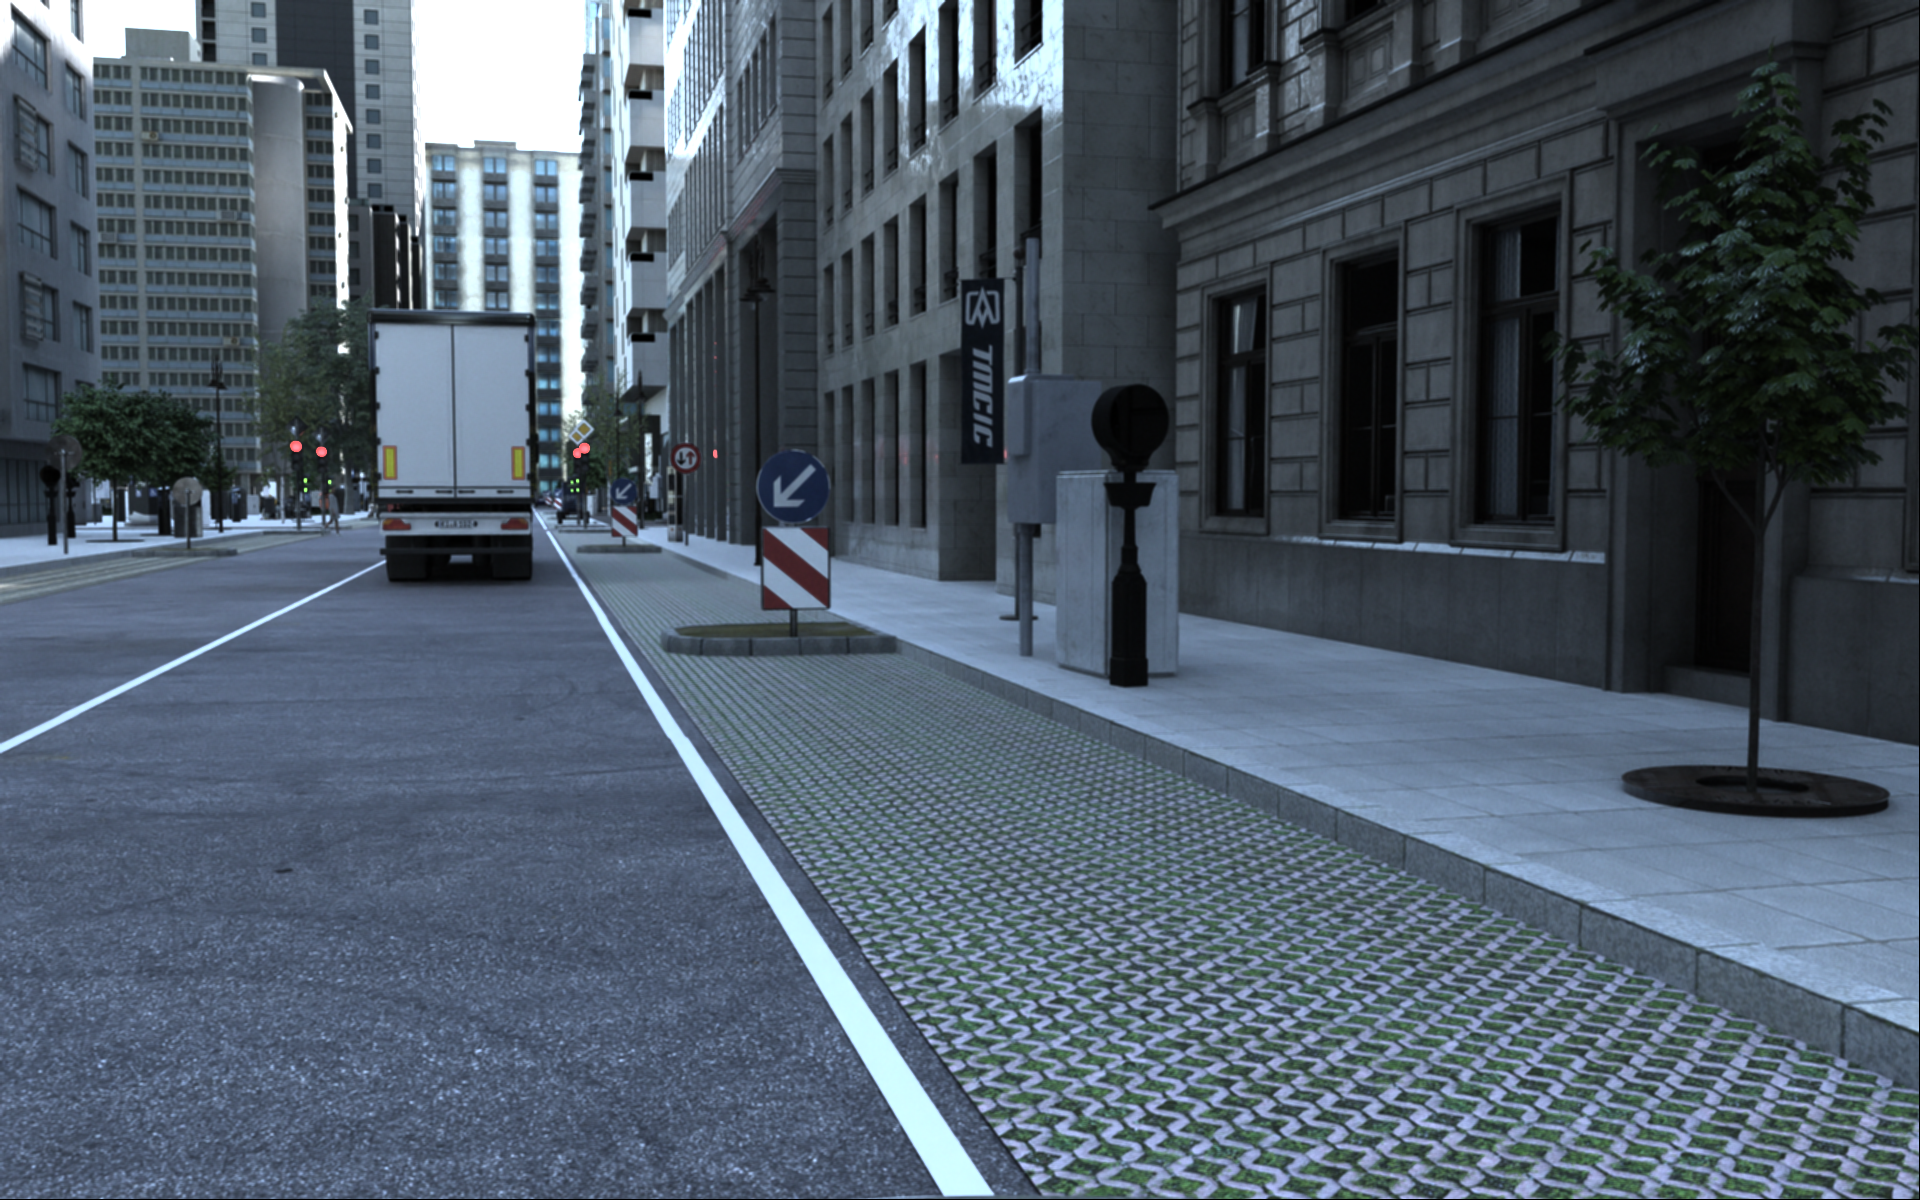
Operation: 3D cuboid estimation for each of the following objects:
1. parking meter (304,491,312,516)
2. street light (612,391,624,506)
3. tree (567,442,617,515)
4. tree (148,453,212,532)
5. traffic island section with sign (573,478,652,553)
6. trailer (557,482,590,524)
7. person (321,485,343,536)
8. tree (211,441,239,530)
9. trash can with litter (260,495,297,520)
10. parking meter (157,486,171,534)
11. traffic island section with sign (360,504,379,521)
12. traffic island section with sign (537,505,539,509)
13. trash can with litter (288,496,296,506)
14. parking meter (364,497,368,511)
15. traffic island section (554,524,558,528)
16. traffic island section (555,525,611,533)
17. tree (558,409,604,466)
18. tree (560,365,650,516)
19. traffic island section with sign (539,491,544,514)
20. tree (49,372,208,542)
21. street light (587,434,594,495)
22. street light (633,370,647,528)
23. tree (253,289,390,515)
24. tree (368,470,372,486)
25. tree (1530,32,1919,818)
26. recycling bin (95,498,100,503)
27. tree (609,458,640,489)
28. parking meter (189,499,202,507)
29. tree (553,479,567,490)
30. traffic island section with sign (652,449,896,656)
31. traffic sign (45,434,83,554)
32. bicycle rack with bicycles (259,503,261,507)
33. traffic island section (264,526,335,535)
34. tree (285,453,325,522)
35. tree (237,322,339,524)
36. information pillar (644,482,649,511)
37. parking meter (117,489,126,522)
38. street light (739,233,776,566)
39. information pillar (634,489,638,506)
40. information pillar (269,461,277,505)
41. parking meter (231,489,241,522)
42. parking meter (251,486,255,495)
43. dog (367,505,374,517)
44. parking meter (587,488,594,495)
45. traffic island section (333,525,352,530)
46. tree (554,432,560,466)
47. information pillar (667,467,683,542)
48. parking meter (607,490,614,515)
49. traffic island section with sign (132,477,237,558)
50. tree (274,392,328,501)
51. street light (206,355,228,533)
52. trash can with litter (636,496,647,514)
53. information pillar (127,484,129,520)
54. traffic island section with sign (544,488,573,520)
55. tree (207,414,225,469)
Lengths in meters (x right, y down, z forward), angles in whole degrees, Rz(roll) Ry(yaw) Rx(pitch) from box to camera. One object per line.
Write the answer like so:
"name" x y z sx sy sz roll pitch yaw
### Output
"parking meter" -37.650 -5.602 100.000 0.372 1.533 0.369 0 3 0
"street light" -15.367 -6.423 77.812 0.468 5.910 1.993 -1 4 -14
"tree" -22.708 -7.582 107.687 4.285 4.588 4.351 0 3 0
"tree" -26.774 -3.941 59.038 1.663 3.219 1.824 0 3 0
"traffic island section with sign" -8.398 -2.072 42.513 1.989 1.847 2.006 -1 4 -14
"trailer" -18.293 -4.567 81.711 1.471 1.999 3.904 -1 4 -15
"person" -21.376 -3.040 58.955 0.466 1.731 0.760 2 4 35
"tree" -26.723 -4.148 62.427 1.663 3.219 1.824 0 3 0
"trash can with litter" -33.709 -4.564 85.673 2.233 1.210 1.678 -2 4 -35
"parking meter" -25.662 -2.902 55.855 0.372 1.533 0.369 0 3 0
"traffic island section with sign" -31.390 -5.213 93.855 1.989 1.847 2.006 -1 4 -14
"traffic island section with sign" -40.837 -9.956 171.407 1.989 1.847 2.006 -1 4 -14
"trash can with litter" -47.624 -6.865 123.631 0.624 1.170 1.055 0 4 -4
"parking meter" -43.901 -7.309 127.906 0.372 1.533 0.369 0 3 0
"traffic island section" -15.906 -3.063 72.364 2.009 0.180 2.903 -1 4 -14
"traffic island section" -13.956 -2.590 64.620 2.009 0.180 2.903 -1 4 -14
"tree" -32.759 -12.207 149.948 4.360 8.622 3.978 0 3 0
"tree" -20.079 -9.159 100.111 4.737 8.622 4.395 0 3 0
"traffic island section with sign" -28.560 -6.971 122.611 1.989 1.847 2.006 -1 4 -14
"tree" -22.777 -3.844 46.571 4.285 4.588 4.351 0 3 0
"street light" -23.747 -8.477 111.389 0.468 5.910 1.993 -1 4 -14
"street light" -11.876 -5.604 64.414 0.468 5.910 1.993 -1 4 -14
"tree" -37.864 -12.230 106.623 9.857 13.997 8.962 0 3 0
"tree" -44.291 -9.202 134.166 4.285 4.588 4.351 0 3 0
"tree" 3.492 -0.778 7.323 1.663 3.219 1.824 0 3 0
"recycling bin" -64.879 -7.157 129.578 0.722 1.027 0.722 1 4 12
"tree" -18.082 -5.983 92.428 1.663 3.219 1.824 0 3 0
"parking meter" -22.946 -2.662 51.940 0.372 1.533 0.369 0 3 0
"tree" -48.882 -13.258 211.361 1.663 3.219 1.824 0 3 0
"traffic island section with sign" -1.766 -0.461 16.163 1.989 1.847 2.006 -1 4 -14
"traffic sign" -19.160 -2.259 37.045 0.768 2.556 0.104 0 4 -6
"bicycle rack with bicycles" -51.498 -6.955 127.103 2.925 0.926 2.852 2 4 26
"traffic island section" -23.745 -2.440 62.170 2.009 0.180 2.903 -1 4 -14
"tree" -30.365 -5.223 80.004 1.663 3.219 1.824 0 3 0
"tree" -29.231 -7.615 74.862 4.737 8.622 4.395 0 3 0
"information pillar" -19.046 -6.179 105.511 0.304 2.012 0.304 1 4 14
"parking meter" -38.738 -4.376 79.961 0.372 1.533 0.369 0 3 0
"street light" -3.617 -3.558 30.955 0.468 5.910 1.993 -1 4 -14
"information pillar" -27.266 -8.641 145.774 0.304 2.012 0.304 -2 4 -25
"information pillar" -46.739 -7.736 117.832 0.504 3.616 0.183 0 4 5
"parking meter" -33.062 -4.324 79.107 0.372 1.533 0.369 0 3 0
"parking meter" -53.885 -7.724 132.005 0.255 1.863 0.399 -1 4 -13
"dog" -33.366 -4.982 98.296 0.513 0.831 0.800 0 4 -5
"parking meter" -24.210 -6.597 113.578 0.399 1.863 0.255 2 4 24
"traffic island section" -25.694 -2.913 69.914 2.009 0.180 2.903 -1 4 -14
"tree" -34.347 -12.565 155.801 4.737 8.622 4.395 0 3 0
"information pillar" -7.655 -2.573 46.559 0.304 2.012 0.304 2 4 29
"parking meter" -21.013 -5.853 104.101 0.372 1.533 0.369 0 3 0
"traffic island section with sign" -17.827 -1.915 39.938 1.989 1.847 2.006 -1 4 -14
"tree" -45.885 -10.411 120.577 4.360 8.622 3.978 0 3 0
"street light" -24.690 -5.193 57.701 0.468 5.910 1.993 -1 4 -14
"trash can with litter" -17.912 -5.337 98.651 1.055 1.170 0.624 1 4 18
"information pillar" -39.958 -4.836 83.557 0.304 2.012 0.304 -1 4 -13
"traffic island section with sign" -21.917 -5.357 96.221 1.989 1.847 2.006 -1 4 -14
"tree" -24.648 -4.286 53.797 4.285 4.588 4.351 0 3 0
